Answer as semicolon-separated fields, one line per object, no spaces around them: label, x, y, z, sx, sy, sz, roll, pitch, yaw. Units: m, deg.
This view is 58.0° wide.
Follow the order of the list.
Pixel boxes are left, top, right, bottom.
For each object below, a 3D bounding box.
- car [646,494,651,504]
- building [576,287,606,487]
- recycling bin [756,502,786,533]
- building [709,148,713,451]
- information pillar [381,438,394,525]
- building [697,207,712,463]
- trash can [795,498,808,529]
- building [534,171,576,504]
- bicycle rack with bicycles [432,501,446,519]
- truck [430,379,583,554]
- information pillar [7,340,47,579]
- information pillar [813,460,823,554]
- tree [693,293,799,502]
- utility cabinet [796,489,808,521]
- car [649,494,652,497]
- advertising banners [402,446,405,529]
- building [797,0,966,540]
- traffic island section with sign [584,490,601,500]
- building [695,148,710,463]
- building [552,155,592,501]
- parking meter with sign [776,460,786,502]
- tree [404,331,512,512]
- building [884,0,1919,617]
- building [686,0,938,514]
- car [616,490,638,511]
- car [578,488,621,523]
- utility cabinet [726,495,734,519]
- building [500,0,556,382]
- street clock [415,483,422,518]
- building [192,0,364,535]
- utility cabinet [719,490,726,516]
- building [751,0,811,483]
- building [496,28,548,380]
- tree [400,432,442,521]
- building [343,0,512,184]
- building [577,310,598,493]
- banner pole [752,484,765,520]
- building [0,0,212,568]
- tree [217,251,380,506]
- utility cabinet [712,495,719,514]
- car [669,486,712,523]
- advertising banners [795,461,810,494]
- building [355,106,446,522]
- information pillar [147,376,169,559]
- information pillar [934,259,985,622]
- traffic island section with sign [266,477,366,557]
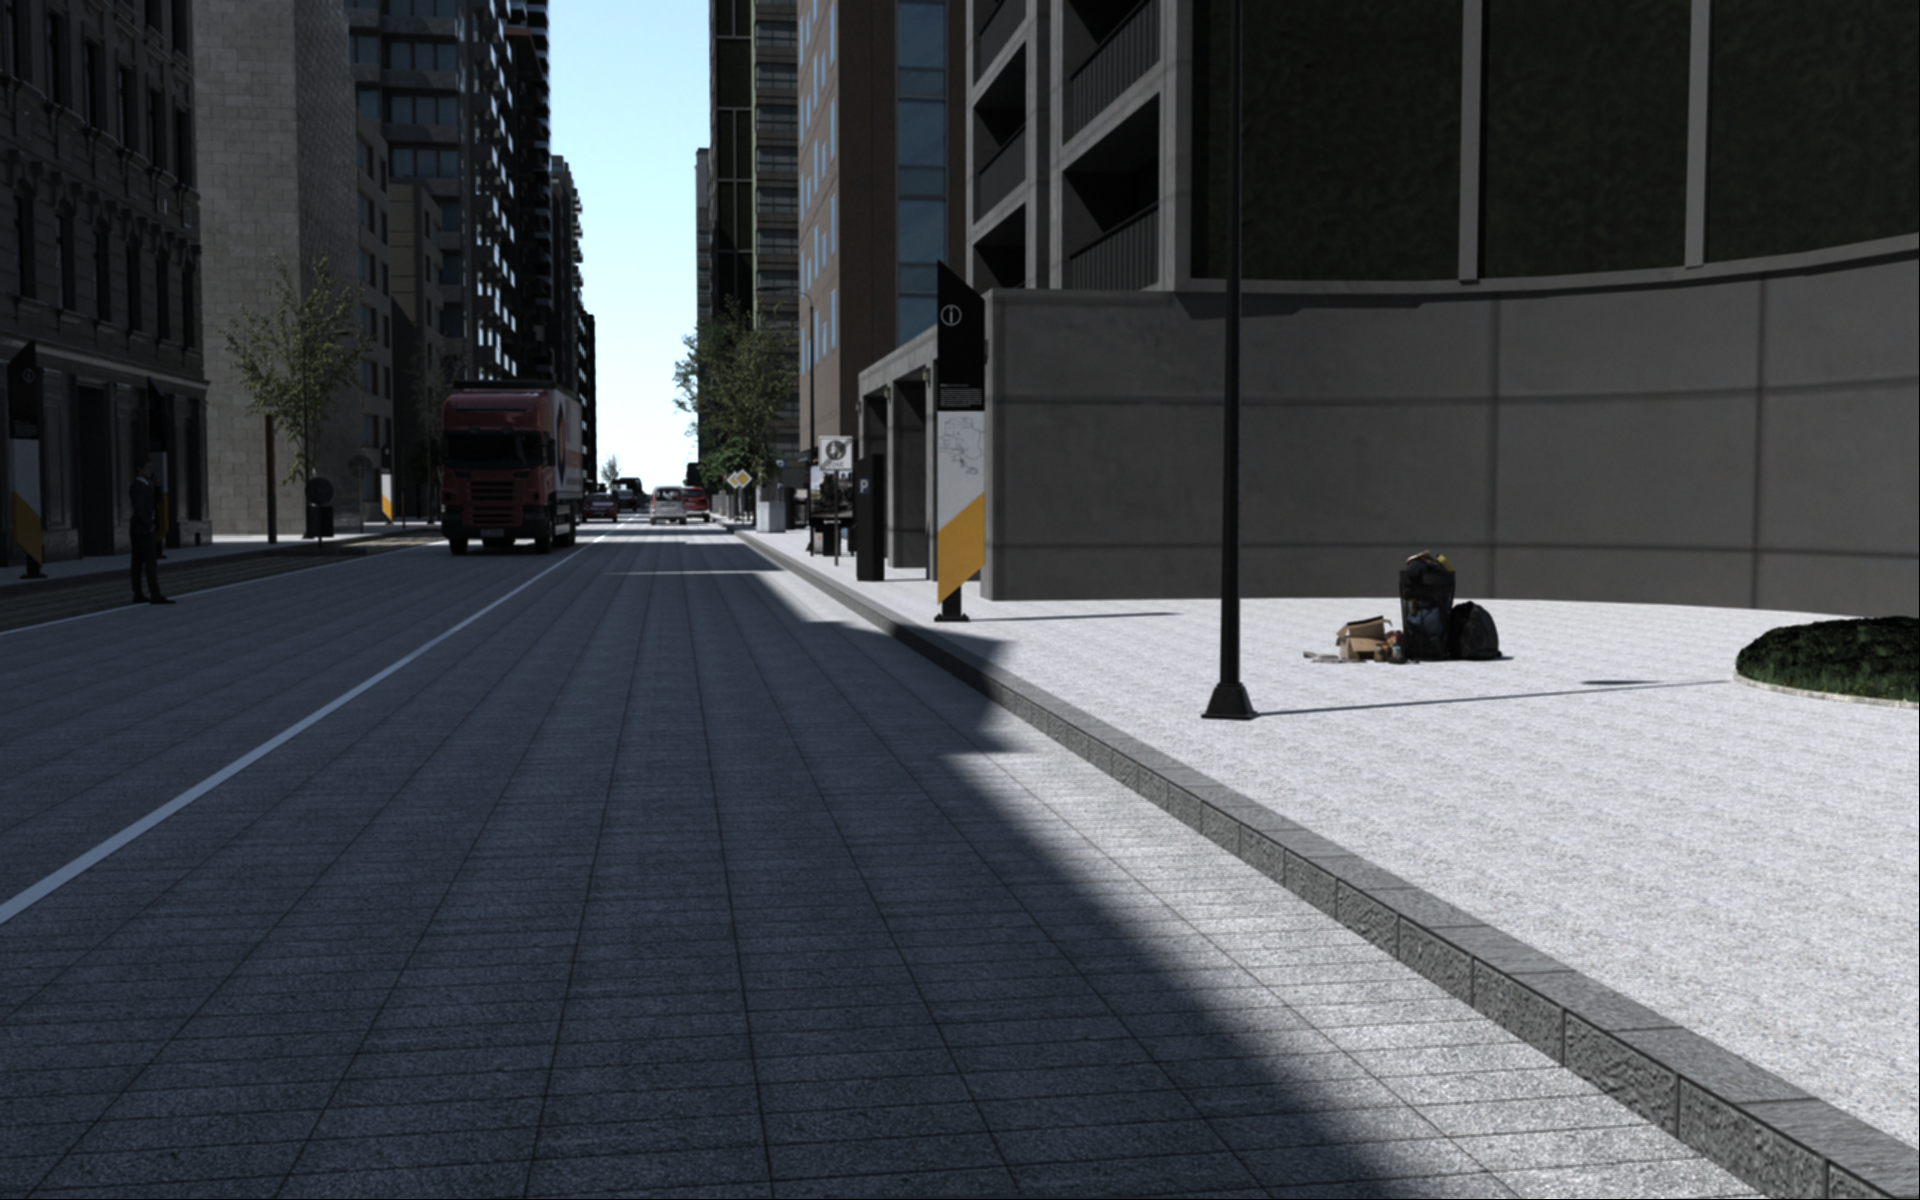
car;-47.005;-15.069;258.170;2.131;1.459;4.920;-1;4;-11
building;-74.885;-36.203;283.806;32.217;40.220;23.993;-1;4;-9
recycling bin;-6.255;-2.737;57.297;0.722;1.027;0.722;-3;5;-43
building;-19.849;-36.112;214.133;21.300;48.544;21.600;-1;4;-9
information pillar;-24.073;-4.979;72.768;0.504;3.616;0.183;2;4;24
building;-30.648;-34.599;249.287;14.154;41.232;14.086;-1;4;-9
trash can;-5.996;-3.231;64.485;0.748;1.137;0.748;0;3;0
building;-54.898;-32.353;212.565;14.154;41.232;14.086;-1;4;-9
bicycle rack with bicycles;-25.646;-4.608;88.726;2.852;0.926;2.925;-2;4;-31
truck;-11.463;-3.419;44.810;2.839;4.237;11.283;0;4;-8
information pillar;-14.125;-2.130;26.178;0.183;3.616;0.504;1;4;16
information pillar;-2.930;-1.988;37.001;0.304;2.012;0.304;2;4;24
tree;-7.442;-6.861;62.541;4.737;8.622;4.395;0;3;0
utility cabinet;-7.363;-4.481;81.949;0.318;1.500;1.173;-2;4;-32
car;-54.062;-17.757;300.105;2.009;1.686;4.222;0;4;-8
advertising banners;-20.364;-4.109;63.369;0.090;3.025;2.074;-1;4;-20
building;2.520;-24.573;51.888;14.600;45.320;14.200;-1;4;-9
traffic island section with sign;-37.067;-10.025;172.539;1.989;1.847;2.006;-1;4;-9
building;-34.148;-46.025;294.505;21.231;58.520;28.212;-1;4;-9
building;-64.463;-38.155;243.448;23.786;49.044;30.456;-1;4;-9
parking meter with sign;-9.176;-5.644;88.537;0.543;3.016;1.738;0;4;-5
tree;-23.557;-7.891;79.378;4.360;8.622;3.978;0;3;0
building;9.700;-35.869;24.710;20.563;71.187;20.611;-1;4;-9
building;-11.683;-42.812;138.234;20.563;71.187;20.611;-1;4;-9
car;-28.121;-8.340;145.037;2.281;1.827;5.304;-1;4;-11
car;-18.395;-4.850;88.344;2.155;1.783;4.494;-1;4;-11
utility cabinet;-12.006;-4.849;90.445;0.306;1.237;1.020;-1;4;-13
building;-54.604;-53.536;187.992;22.319;86.520;31.000;-1;4;-9
street clock;-28.517;-5.300;91.225;0.358;2.002;0.471;-2;4;-30
building;-29.739;-12.411;57.674;16.860;20.320;10.420;-1;4;-9
utility cabinet;-13.981;-5.706;101.964;0.318;1.500;1.173;-1;4;-14
building;-6.727;-26.344;114.323;14.154;41.232;14.086;-1;4;-9
building;-49.995;-30.894;159.743;22.147;44.769;28.867;-1;4;-9
tree;-25.494;-6.159;84.416;4.285;4.588;4.351;0;3;0
building;-44.758;-30.998;126.430;23.786;49.044;30.456;-1;4;-9
building;-63.454;-30.277;266.730;14.160;30.474;14.107;-1;4;-9
banner pole;-9.915;-5.833;85.379;0.863;3.779;0.401;-3;5;-43
building;-22.036;-11.279;33.556;9.793;20.994;18.267;-1;4;-9
tree;-19.622;-6.203;51.775;4.737;8.622;4.395;0;3;0
utility cabinet;-15.839;-6.303;114.216;1.020;1.237;0.306;0;4;-7
car;-13.762;-4.862;88.173;2.281;1.827;5.304;-1;4;-8
advertising banners;-8.483;-5.849;91.811;0.090;3.025;2.074;2;4;33
building;-42.824;-14.950;89.466;27.650;21.520;28.899;-1;4;-9
information pillar;-15.851;-2.622;34.228;0.504;3.616;0.183;2;4;35
information pillar;-0.002;-1.589;17.340;0.504;3.616;0.183;0;4;3
traffic island section with sign;-15.022;-1.951;40.530;1.989;1.847;2.006;-1;4;-9
